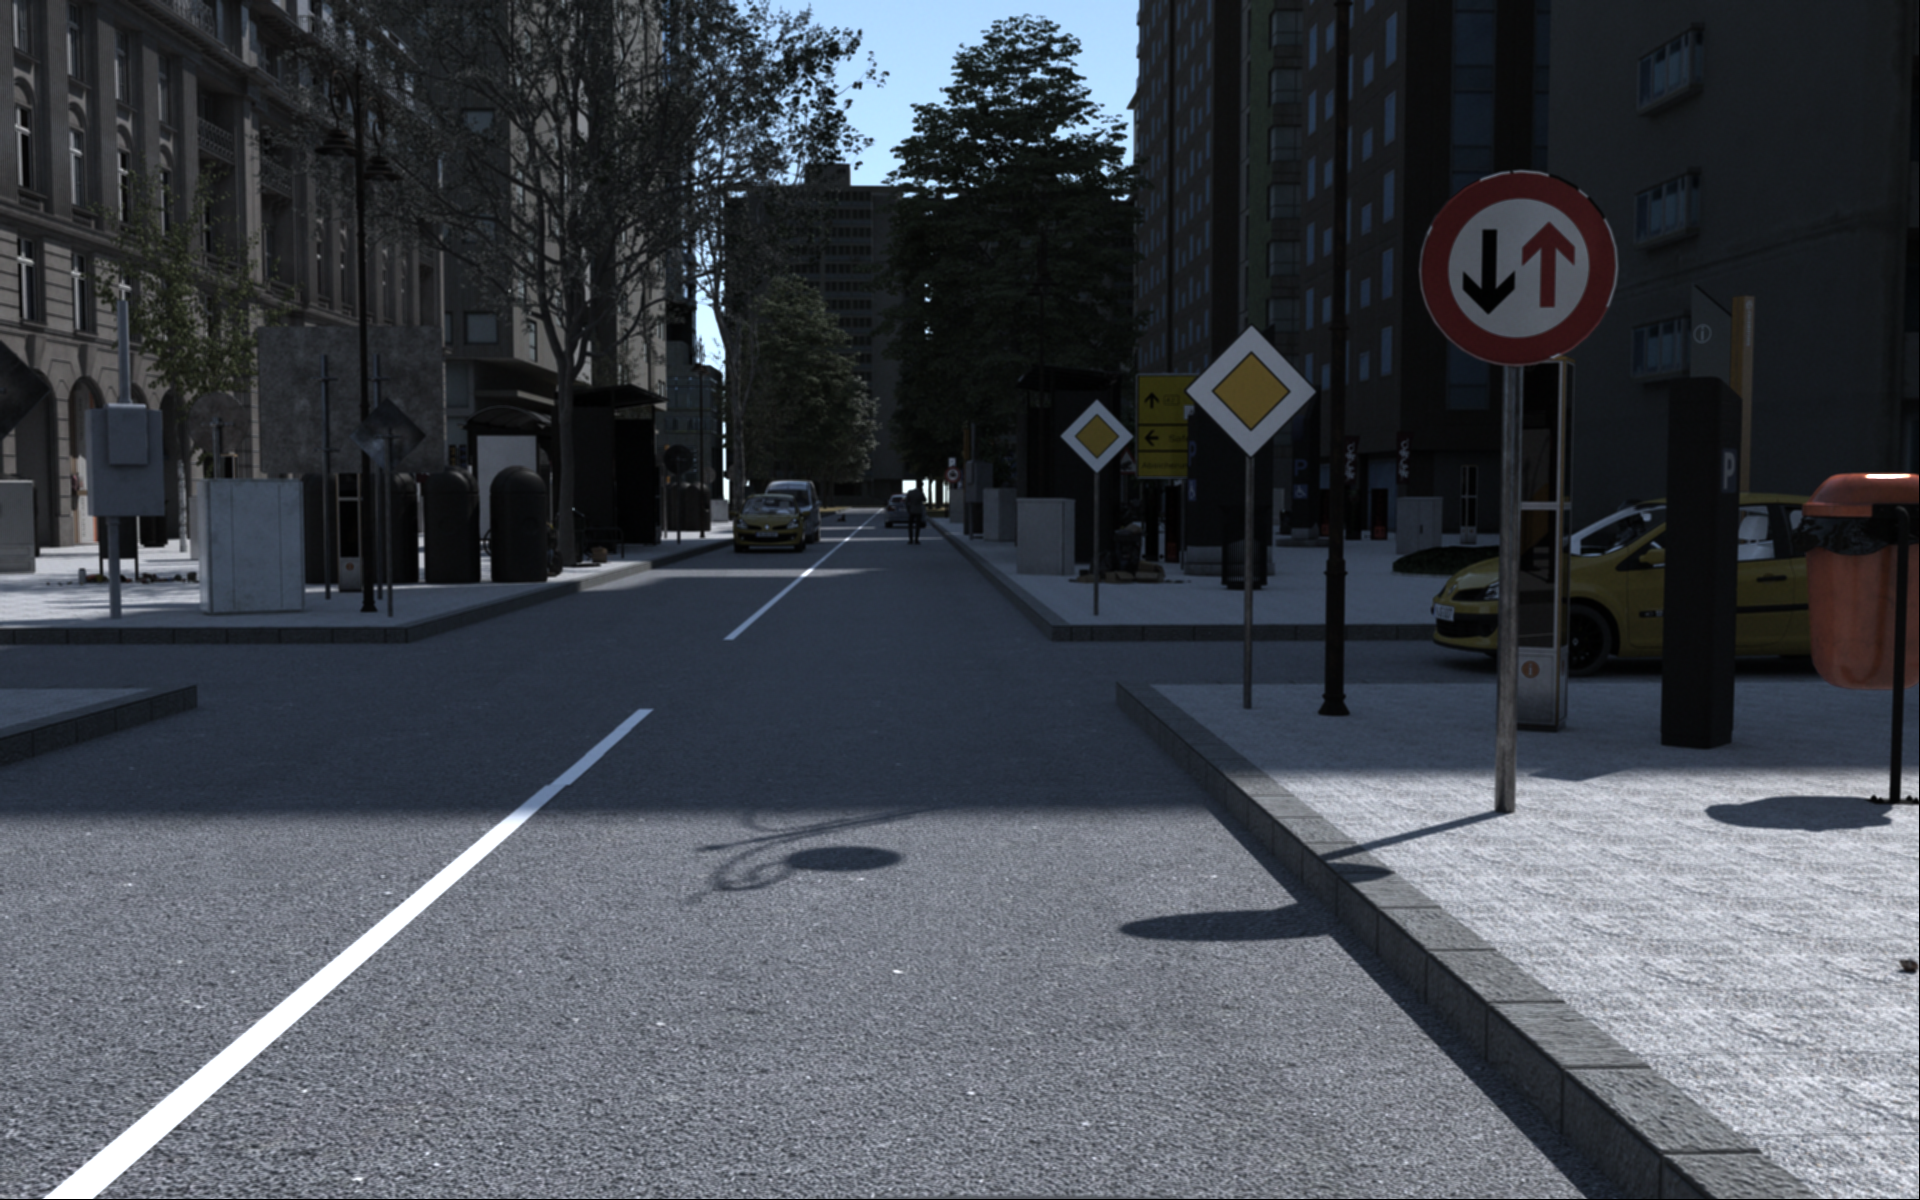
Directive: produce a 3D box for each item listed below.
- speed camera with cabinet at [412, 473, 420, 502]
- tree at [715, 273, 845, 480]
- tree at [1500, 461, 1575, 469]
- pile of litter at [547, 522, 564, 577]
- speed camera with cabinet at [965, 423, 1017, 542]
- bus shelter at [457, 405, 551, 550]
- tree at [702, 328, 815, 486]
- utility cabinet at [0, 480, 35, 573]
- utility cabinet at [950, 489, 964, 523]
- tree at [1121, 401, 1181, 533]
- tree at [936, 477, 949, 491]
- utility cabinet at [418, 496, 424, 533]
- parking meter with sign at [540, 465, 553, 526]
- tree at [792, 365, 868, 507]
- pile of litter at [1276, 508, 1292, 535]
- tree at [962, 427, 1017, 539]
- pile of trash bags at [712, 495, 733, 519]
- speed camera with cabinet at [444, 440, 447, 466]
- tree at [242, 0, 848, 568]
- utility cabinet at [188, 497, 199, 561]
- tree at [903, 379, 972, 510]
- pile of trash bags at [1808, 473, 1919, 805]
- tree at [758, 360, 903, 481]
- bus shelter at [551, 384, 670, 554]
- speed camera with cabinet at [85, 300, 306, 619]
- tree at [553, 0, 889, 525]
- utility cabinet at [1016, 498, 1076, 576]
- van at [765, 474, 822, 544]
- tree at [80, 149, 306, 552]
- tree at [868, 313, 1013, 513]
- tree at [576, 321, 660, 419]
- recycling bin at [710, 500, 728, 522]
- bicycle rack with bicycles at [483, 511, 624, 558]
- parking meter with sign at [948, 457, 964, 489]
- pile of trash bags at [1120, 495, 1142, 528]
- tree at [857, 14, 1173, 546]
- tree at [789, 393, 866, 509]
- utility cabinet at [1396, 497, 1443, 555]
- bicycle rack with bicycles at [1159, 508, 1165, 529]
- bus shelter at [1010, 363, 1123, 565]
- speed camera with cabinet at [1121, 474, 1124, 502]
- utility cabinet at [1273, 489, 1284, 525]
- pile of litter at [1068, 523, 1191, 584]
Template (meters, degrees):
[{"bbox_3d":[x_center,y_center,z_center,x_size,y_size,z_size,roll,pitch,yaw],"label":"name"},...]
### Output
[{"bbox_3d":[-17.311,-3.527,52.004,2.038,3.252,0.660,0,4,-8],"label":"speed camera with cabinet"},{"bbox_3d":[-8.556,-10.465,89.230,7.486,12.596,7.792,0,3,0],"label":"tree"},{"bbox_3d":[13.535,-2.854,41.260,1.663,3.219,1.824,0,3,0],"label":"tree"},{"bbox_3d":[-6.792,-0.806,27.142,1.176,0.858,1.719,1,4,11],"label":"pile of litter"},{"bbox_3d":[0.854,-3.264,47.703,0.660,3.252,2.038,-2,4,-27],"label":"speed camera with cabinet"},{"bbox_3d":[-10.512,-2.954,42.217,2.014,3.302,5.546,0,4,-2],"label":"bus shelter"},{"bbox_3d":[-9.284,-7.685,76.016,4.360,8.622,3.978,0,3,0],"label":"tree"},{"bbox_3d":[-15.462,-1.162,27.670,1.173,1.500,0.318,-2,4,-29],"label":"utility cabinet"},{"bbox_3d":[0.105,-4.158,76.657,1.173,1.500,0.318,3,4,36],"label":"utility cabinet"},{"bbox_3d":[6.123,-4.519,57.597,4.285,4.588,4.351,0,3,0],"label":"tree"},{"bbox_3d":[-2.077,-13.150,165.358,4.360,8.622,3.978,0,3,0],"label":"tree"},{"bbox_3d":[-17.926,-2.794,56.848,1.020,1.237,0.306,2,4,34],"label":"utility cabinet"},{"bbox_3d":[-11.063,-3.008,45.436,1.738,3.016,0.543,0,4,-4],"label":"parking meter with sign"},{"bbox_3d":[-12.442,-16.023,168.634,9.857,13.997,8.962,0,3,0],"label":"tree"},{"bbox_3d":[10.569,-2.500,54.845,1.176,0.858,1.719,1,4,17],"label":"pile of litter"},{"bbox_3d":[0.775,-3.407,50.309,1.663,3.219,1.824,0,3,0],"label":"tree"},{"bbox_3d":[-11.991,-4.900,89.871,3.447,1.369,1.912,-3,4,-36],"label":"pile of trash bags"},{"bbox_3d":[-18.528,-4.195,62.926,0.660,3.252,2.038,-1,4,-13],"label":"speed camera with cabinet"},{"bbox_3d":[-6.848,-7.320,30.048,12.009,13.543,11.850,0,3,0],"label":"tree"},{"bbox_3d":[-14.757,-1.380,33.721,0.306,1.237,1.020,-2,4,-33],"label":"utility cabinet"},{"bbox_3d":[-2.320,-13.163,140.975,9.928,11.665,9.643,0,3,0],"label":"tree"},{"bbox_3d":[5.310,0.150,7.301,3.447,1.369,1.912,0,4,4],"label":"pile of trash bags"},{"bbox_3d":[-11.269,-12.513,130.336,9.928,11.665,9.643,0,3,0],"label":"tree"},{"bbox_3d":[-7.971,-2.981,40.016,1.731,3.624,6.357,0,4,-2],"label":"bus shelter"},{"bbox_3d":[-8.075,-1.466,18.308,2.038,3.252,0.660,-2,4,-33],"label":"speed camera with cabinet"},{"bbox_3d":[-9.314,-12.593,61.781,12.611,20.169,13.585,0,3,0],"label":"tree"},{"bbox_3d":[1.368,-1.005,27.599,0.306,1.237,1.020,-3,5,-45],"label":"utility cabinet"},{"bbox_3d":[-5.053,-2.705,51.238,2.013,2.044,4.112,0,4,-1],"label":"van"},{"bbox_3d":[-16.922,-5.363,38.044,4.737,8.622,4.395,0,3,0],"label":"tree"},{"bbox_3d":[-0.584,-12.933,118.105,9.857,13.997,8.962,0,3,0],"label":"tree"},{"bbox_3d":[-14.883,-7.569,74.123,4.360,8.622,3.978,0,3,0],"label":"tree"},{"bbox_3d":[-10.987,-4.053,78.827,0.722,1.027,0.722,-2,4,-25],"label":"recycling bin"},{"bbox_3d":[-8.151,-1.322,35.003,2.925,0.926,2.852,-2,4,-28],"label":"bicycle rack with bicycles"},{"bbox_3d":[0.262,-5.309,83.064,1.738,3.016,0.543,-3,5,-43],"label":"parking meter with sign"},{"bbox_3d":[3.004,-2.144,44.811,1.912,1.369,3.447,-3,5,-40],"label":"pile of trash bags"},{"bbox_3d":[1.156,-7.572,41.926,7.486,12.596,7.792,0,3,0],"label":"tree"},{"bbox_3d":[-12.048,-13.305,151.948,8.767,10.594,7.601,2,4,24],"label":"tree"},{"bbox_3d":[9.615,-1.537,36.297,0.306,1.237,1.020,-2,4,-33],"label":"utility cabinet"},{"bbox_3d":[8.184,-3.080,63.733,2.925,0.926,2.852,2,4,23],"label":"bicycle rack with bicycles"},{"bbox_3d":[2.039,-2.630,34.284,1.731,3.624,6.357,0,4,-2],"label":"bus shelter"},{"bbox_3d":[3.896,-3.312,48.488,0.660,3.252,2.038,-1,4,-21],"label":"speed camera with cabinet"},{"bbox_3d":[12.711,-3.817,71.083,1.173,1.500,0.318,3,5,41],"label":"utility cabinet"},{"bbox_3d":[2.477,-0.687,25.196,1.719,0.858,1.176,1,4,21],"label":"pile of litter"}]
